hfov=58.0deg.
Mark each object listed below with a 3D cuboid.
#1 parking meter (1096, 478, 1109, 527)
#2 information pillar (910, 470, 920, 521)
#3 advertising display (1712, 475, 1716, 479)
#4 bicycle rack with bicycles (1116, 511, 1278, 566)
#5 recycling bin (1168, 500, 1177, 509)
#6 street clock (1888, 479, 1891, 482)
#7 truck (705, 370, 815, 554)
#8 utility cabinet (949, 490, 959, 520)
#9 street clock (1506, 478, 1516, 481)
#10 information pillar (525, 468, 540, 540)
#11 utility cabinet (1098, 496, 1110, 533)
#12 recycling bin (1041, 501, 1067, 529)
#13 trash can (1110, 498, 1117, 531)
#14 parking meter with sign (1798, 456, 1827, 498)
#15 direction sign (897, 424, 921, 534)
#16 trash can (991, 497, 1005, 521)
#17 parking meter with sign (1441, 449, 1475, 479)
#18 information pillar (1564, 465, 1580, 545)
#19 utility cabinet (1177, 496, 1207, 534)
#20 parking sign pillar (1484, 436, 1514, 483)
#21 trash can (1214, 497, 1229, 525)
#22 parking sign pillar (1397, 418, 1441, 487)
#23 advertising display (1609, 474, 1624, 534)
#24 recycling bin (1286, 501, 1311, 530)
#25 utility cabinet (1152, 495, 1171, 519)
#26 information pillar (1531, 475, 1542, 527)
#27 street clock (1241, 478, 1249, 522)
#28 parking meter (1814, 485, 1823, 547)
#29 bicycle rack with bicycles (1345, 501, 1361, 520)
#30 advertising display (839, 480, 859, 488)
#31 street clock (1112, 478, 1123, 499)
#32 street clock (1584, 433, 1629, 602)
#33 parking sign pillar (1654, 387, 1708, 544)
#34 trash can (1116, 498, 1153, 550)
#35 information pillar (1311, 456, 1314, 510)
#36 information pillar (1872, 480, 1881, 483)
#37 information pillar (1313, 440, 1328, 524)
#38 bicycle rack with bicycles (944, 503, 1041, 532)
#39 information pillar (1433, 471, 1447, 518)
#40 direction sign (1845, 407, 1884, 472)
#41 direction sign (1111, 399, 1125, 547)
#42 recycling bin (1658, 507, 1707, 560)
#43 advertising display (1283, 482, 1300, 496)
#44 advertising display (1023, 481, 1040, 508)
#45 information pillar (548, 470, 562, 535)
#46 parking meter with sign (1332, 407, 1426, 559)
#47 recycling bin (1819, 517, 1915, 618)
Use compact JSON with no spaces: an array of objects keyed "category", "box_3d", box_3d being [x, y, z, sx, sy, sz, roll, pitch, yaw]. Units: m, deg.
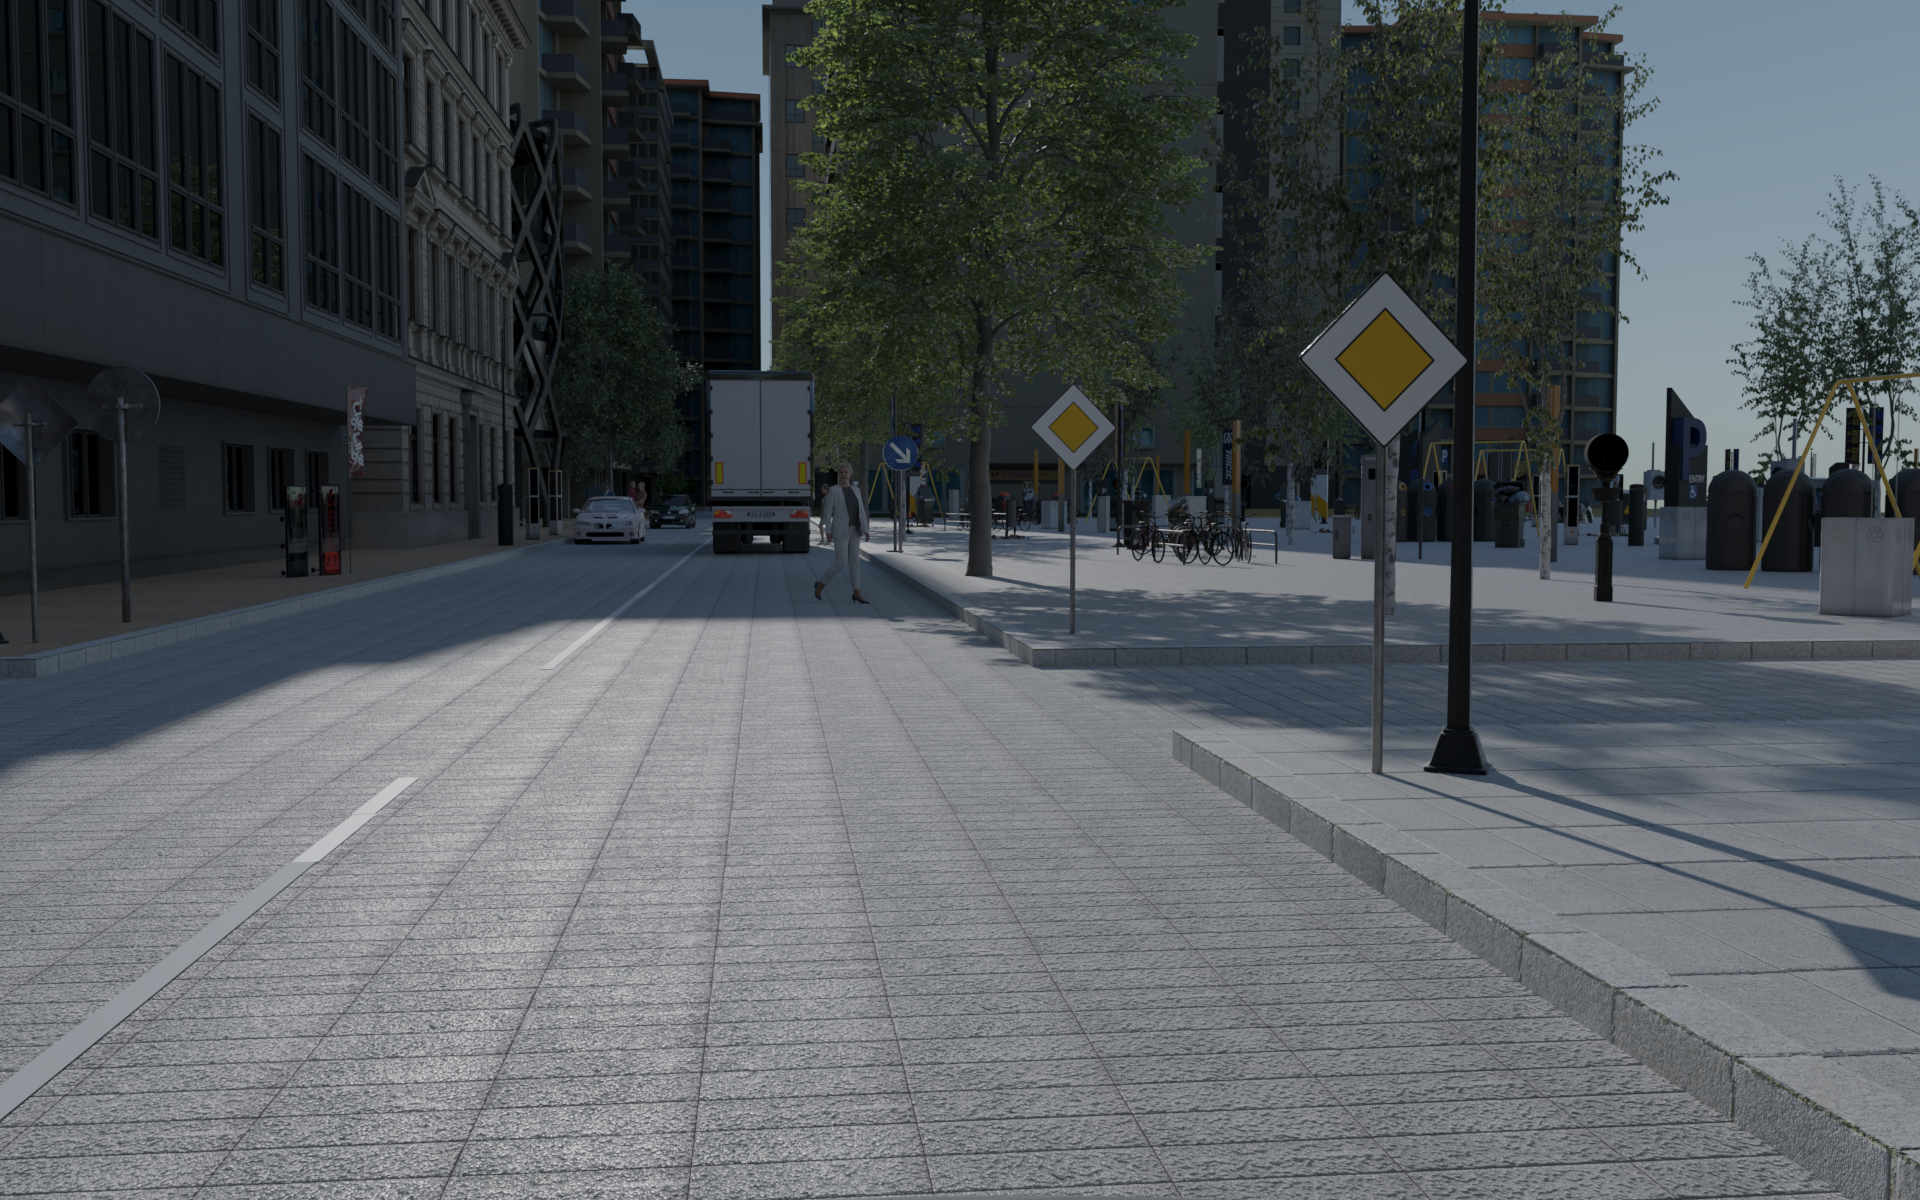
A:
[{"category":"parking meter","box_3d":[5.319,-3.604,64.639,0.399,1.863,0.255,-1,4,-18]},{"category":"information pillar","box_3d":[-2.104,-5.508,81.403,0.504,3.616,0.183,0,4,-2]},{"category":"advertising display","box_3d":[26.405,-3.329,59.639,0.974,1.923,0.123,0,4,5]},{"category":"bicycle rack with bicycles","box_3d":[4.638,-1.145,32.097,2.852,0.926,2.925,-1,4,-10]},{"category":"recycling bin","box_3d":[9.962,-4.055,78.852,0.722,1.027,0.722,3,5,41]},{"category":"street clock","box_3d":[43.567,-4.672,80.963,0.471,2.002,0.358,-3,5,-43]},{"category":"truck","box_3d":[-5.163,-3.429,44.974,2.839,4.237,11.283,0,4,-6]},{"category":"utility cabinet","box_3d":[-0.284,-4.685,85.283,0.318,1.500,1.173,-1,4,-11]},{"category":"street clock","box_3d":[25.222,-4.571,79.301,0.471,2.002,0.358,-2,4,-32]},{"category":"information pillar","box_3d":[-11.963,-2.688,48.437,0.304,2.012,0.304,-2,4,-34]},{"category":"utility cabinet","box_3d":[4.751,-2.822,57.299,0.306,1.237,1.020,1,4,11]},{"category":"recycling bin","box_3d":[3.446,-3.111,63.424,0.722,1.027,0.722,-2,4,-24]},{"category":"trash can","box_3d":[5.327,-2.938,59.693,0.748,1.137,0.748,0,3,0]},{"category":"parking meter with sign","box_3d":[39.224,-5.065,79.081,1.738,3.016,0.543,0,4,7]},{"category":"direction sign","box_3d":[-1.673,-3.898,55.729,0.876,3.537,0.379,-1,4,-16]},{"category":"trash can","box_3d":[1.672,-4.083,78.414,0.748,1.137,0.748,0,3,0]},{"category":"parking meter with sign","box_3d":[19.582,-4.337,67.171,1.738,3.016,0.543,-1,4,-11]},{"category":"information pillar","box_3d":[15.402,-2.393,43.610,0.304,2.012,0.304,0,4,7]},{"category":"utility cabinet","box_3d":[6.467,-2.277,48.383,0.306,1.237,1.020,3,5,42]},{"category":"parking sign pillar","box_3d":[25.062,-5.634,80.580,1.447,3.967,1.447,-1,4,-17]},{"category":"trash can","box_3d":[10.989,-3.747,72.925,0.748,1.137,0.748,0,3,0]},{"category":"parking sign pillar","box_3d":[16.497,-4.462,61.423,1.447,3.967,1.447,-3,5,-42]},{"category":"advertising display","box_3d":[21.031,-3.078,55.532,0.123,1.923,0.974,0,4,2]},{"category":"recycling bin","box_3d":[12.288,-3.078,62.880,0.722,1.027,0.722,-1,4,-10]},{"category":"utility cabinet","box_3d":[10.544,-4.867,90.743,1.020,1.237,0.306,-2,4,-31]},{"category":"information pillar","box_3d":[22.284,-3.817,66.900,0.304,2.012,0.304,2,4,35]},{"category":"street clock","box_3d":[13.106,-4.623,80.157,0.471,2.002,0.358,1,4,18]},{"category":"parking meter","box_3d":[20.937,-2.056,42.031,0.372,1.533,0.369,0,3,0]},{"category":"bicycle rack with bicycles","box_3d":[20.448,-4.507,87.067,2.852,0.926,2.925,-1,4,-11]},{"category":"advertising display","box_3d":[-5.128,-4.603,80.467,0.974,1.923,0.123,1,4,13]},{"category":"street clock","box_3d":[7.053,-4.465,77.568,0.471,2.002,0.358,0,4,8]},{"category":"street clock","box_3d":[7.704,-0.986,20.687,0.471,2.002,0.358,1,4,10]},{"category":"parking sign pillar","box_3d":[18.507,-3.404,44.134,1.447,3.967,1.447,-3,4,-37]},{"category":"trash can","box_3d":[4.102,-1.748,40.235,0.748,1.137,0.748,0,3,0]},{"category":"information pillar","box_3d":[17.866,-5.845,86.919,0.504,3.616,0.183,2,4,26]},{"category":"information pillar","box_3d":[48.174,-5.299,91.127,0.304,2.012,0.304,-3,4,-36]},{"category":"information pillar","box_3d":[15.547,-5.071,74.260,0.504,3.616,0.183,2,4,27]},{"category":"bicycle rack with bicycles","box_3d":[0.716,-2.802,59.192,2.852,0.926,2.925,-2,4,-28]},{"category":"information pillar","box_3d":[14.971,-3.034,54.103,0.304,2.012,0.304,-2,4,-25]},{"category":"direction sign","box_3d":[23.582,-3.256,45.231,0.876,3.537,0.379,2,4,27]},{"category":"direction sign","box_3d":[3.833,-3.042,41.732,0.379,3.537,0.876,-1,4,-9]},{"category":"recycling bin","box_3d":[14.218,-1.310,33.972,0.722,1.027,0.722,0,4,-7]},{"category":"advertising display","box_3d":[17.557,-5.299,91.849,0.123,1.923,0.974,-3,5,-45]},{"category":"advertising display","box_3d":[3.530,-4.925,85.734,0.974,1.923,0.123,3,5,42]},{"category":"information pillar","box_3d":[-12.574,-3.017,53.819,0.304,2.012,0.304,1,4,18]},{"category":"parking meter with sign","box_3d":[8.242,-2.316,34.130,1.738,3.016,0.543,1,4,11]},{"category":"recycling bin","box_3d":[9.640,-0.359,18.417,0.722,1.027,0.722,-3,5,-45]}]
